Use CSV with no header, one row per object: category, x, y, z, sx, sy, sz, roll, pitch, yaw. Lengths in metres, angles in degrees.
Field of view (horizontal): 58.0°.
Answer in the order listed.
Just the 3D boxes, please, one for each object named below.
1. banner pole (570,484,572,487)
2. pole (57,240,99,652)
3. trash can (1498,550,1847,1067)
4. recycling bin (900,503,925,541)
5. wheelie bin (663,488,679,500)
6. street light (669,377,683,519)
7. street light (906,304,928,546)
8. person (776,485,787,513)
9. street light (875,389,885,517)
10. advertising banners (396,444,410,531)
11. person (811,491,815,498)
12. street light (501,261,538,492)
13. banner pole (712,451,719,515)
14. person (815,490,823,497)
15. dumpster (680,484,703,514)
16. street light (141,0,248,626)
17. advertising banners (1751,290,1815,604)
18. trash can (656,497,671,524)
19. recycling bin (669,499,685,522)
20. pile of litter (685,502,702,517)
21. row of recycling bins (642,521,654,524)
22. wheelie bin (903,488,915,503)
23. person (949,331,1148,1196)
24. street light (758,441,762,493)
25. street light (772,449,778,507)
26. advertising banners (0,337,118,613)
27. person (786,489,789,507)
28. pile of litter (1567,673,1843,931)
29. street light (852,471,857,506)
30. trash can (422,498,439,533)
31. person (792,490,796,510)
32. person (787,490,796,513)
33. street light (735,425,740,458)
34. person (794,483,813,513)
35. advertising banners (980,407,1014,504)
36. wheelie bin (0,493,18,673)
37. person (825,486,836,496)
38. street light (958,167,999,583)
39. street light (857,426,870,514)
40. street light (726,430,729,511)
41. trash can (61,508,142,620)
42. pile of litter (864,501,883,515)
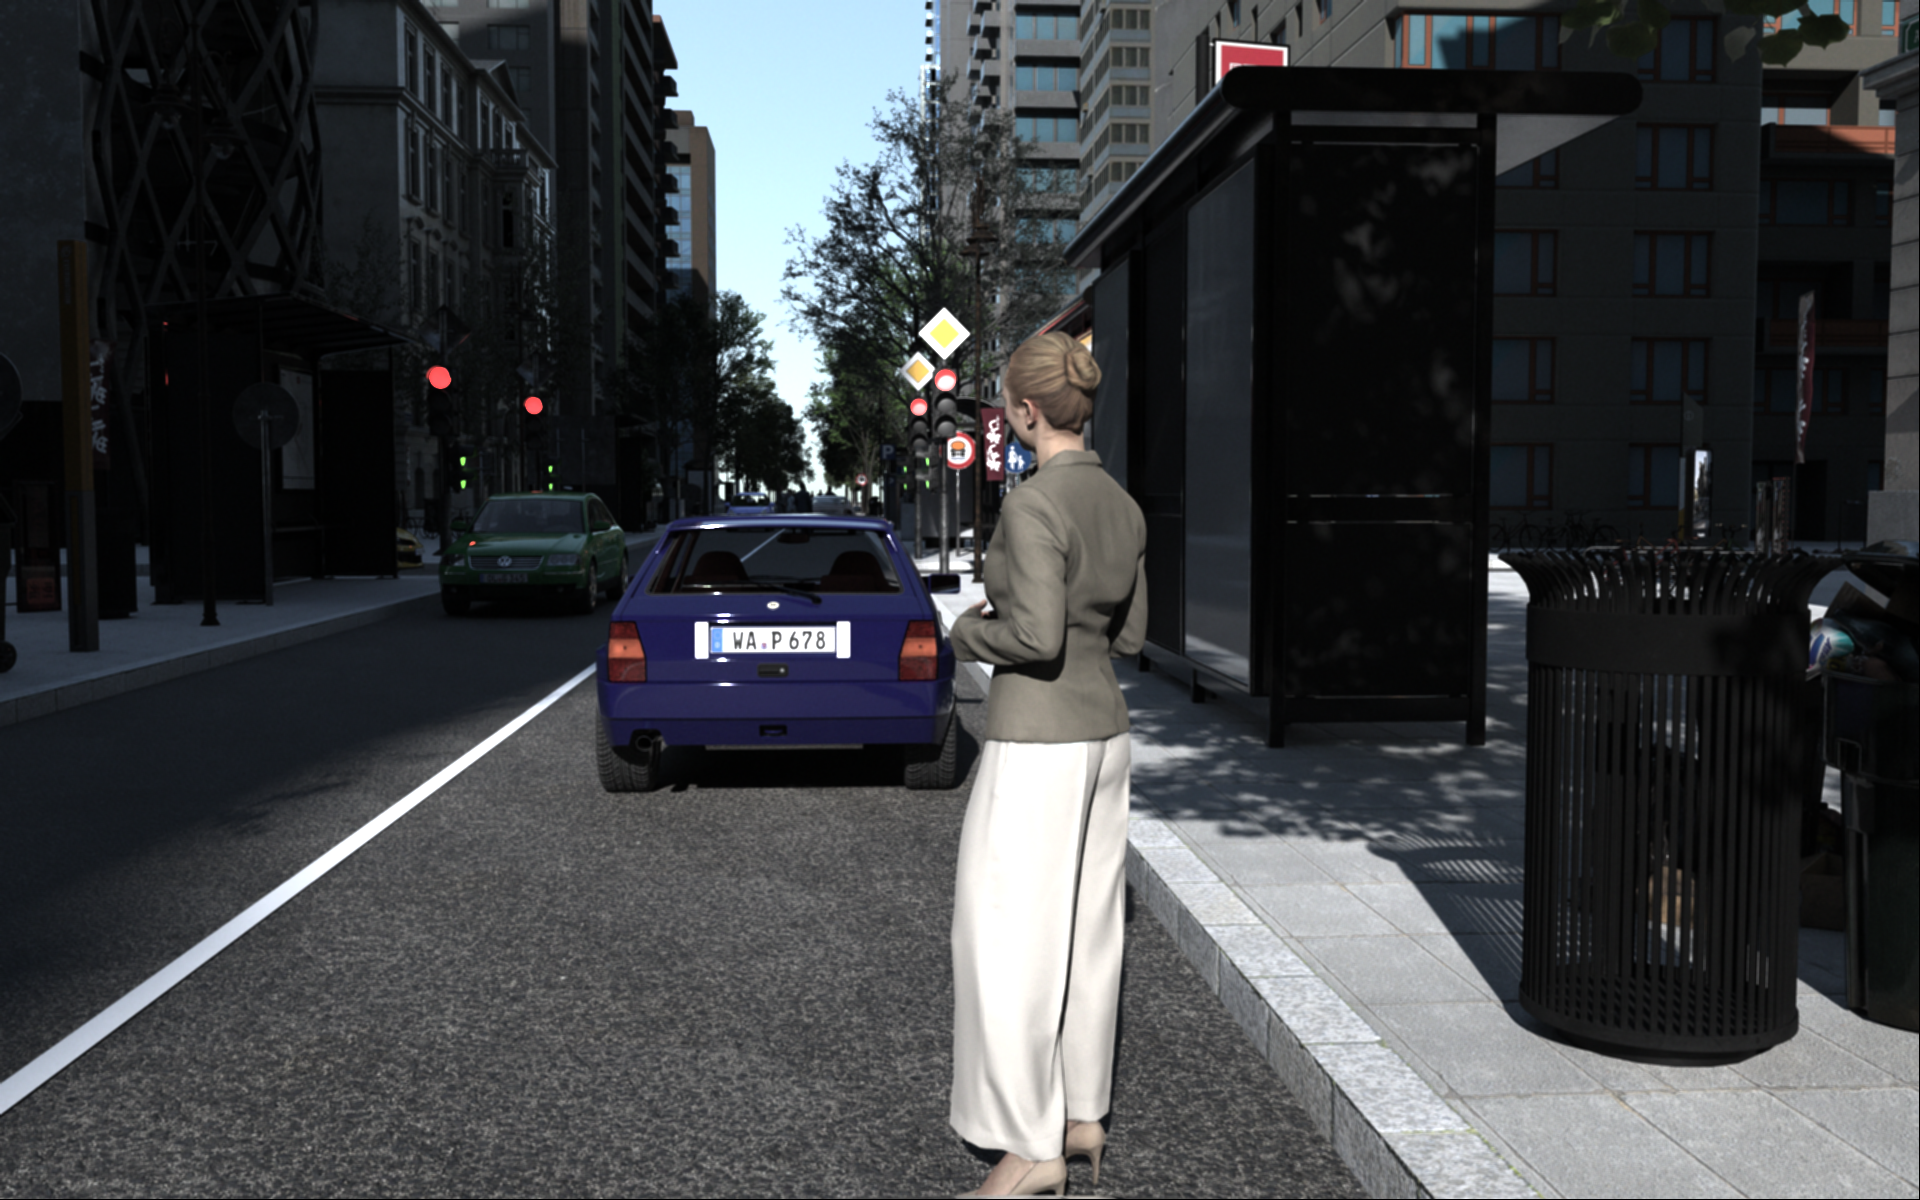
banner pole,-18.086,-5.601,81.590,0.863,3.779,0.401,3,4,36
pole,-7.151,-1.236,14.045,0.158,3.312,0.155,0,3,0
trash can,1.642,0.464,4.063,0.748,1.137,0.748,0,3,0
recycling bin,-1.204,-2.148,47.674,0.722,1.027,0.722,1,4,14
wheelie bin,-14.530,-4.818,86.678,0.980,1.594,0.693,0,4,1
street light,-11.177,-5.840,68.266,0.468,5.910,1.993,0,4,-4
street light,-1.058,-4.257,42.389,0.468,5.910,1.993,0,4,-4
person,-7.007,-3.683,68.996,0.573,1.790,0.520,2,4,28
street light,-3.481,-6.301,75.808,0.468,5.910,1.993,0,4,-4
advertising banners,-19.170,-3.883,59.677,0.090,3.025,2.074,0,4,-4
person,-18.145,-12.527,213.255,0.705,1.831,1.348,-2,4,-28
street light,-8.754,-3.779,34.577,0.468,5.910,1.993,0,4,-4
banner pole,-13.719,-6.551,97.131,0.401,3.779,0.863,-3,4,-38
person,-12.084,-8.648,149.914,1.348,1.822,0.705,-1,4,-17
dumpster,-15.044,-5.583,97.032,1.264,1.857,1.865,0,4,-4
street light,-7.330,-2.689,16.753,0.468,5.910,1.993,0,4,-4
advertising banners,7.566,-1.209,15.961,0.090,3.025,2.074,1,4,14
trash can,-12.640,-3.785,73.546,0.748,1.137,0.748,0,3,0
recycling bin,-14.534,-4.675,88.995,0.722,1.027,0.722,-1,4,-9
pile of litter,-14.371,-4.928,94.534,1.719,0.858,1.176,1,4,15
row of recycling bins,-13.935,-4.211,75.960,1.069,1.692,3.534,0,4,-3
wheelie bin,-1.718,-3.514,65.356,0.980,1.594,0.693,-2,4,-33
person,0.161,0.334,3.582,0.362,1.759,0.519,2,4,33
street light,-16.639,-10.449,143.621,0.468,5.910,1.993,0,4,-4
street light,-19.201,-12.518,177.458,0.468,5.910,1.993,0,4,-4
advertising banners,-10.050,-1.381,18.763,0.090,3.025,2.074,2,4,31
person,-14.479,-8.472,146.892,0.599,1.838,0.709,-2,4,-24
pile of litter,2.757,0.517,5.517,1.719,0.858,1.176,0,4,2
street light,-8.955,-10.875,150.588,0.468,5.910,1.993,0,4,-4
trash can,-17.547,-2.820,57.754,0.748,1.137,0.748,0,3,0
person,-15.363,-9.294,160.460,1.348,1.823,0.705,-3,5,-40
person,-6.409,-3.384,65.637,0.330,1.601,0.589,-2,4,-27
street light,-14.225,-8.402,110.161,0.468,5.910,1.993,0,4,-4
person,-5.232,-3.034,58.286,0.721,1.800,0.419,0,4,6
advertising banners,1.376,-2.350,34.615,2.074,3.025,0.090,1,4,22
wheelie bin,-7.194,-0.270,12.321,0.980,1.594,0.693,2,4,25
person,-6.745,-4.939,89.244,0.794,1.824,0.713,1,4,13
street light,0.259,-3.188,24.915,0.468,5.910,1.993,0,4,-4
street light,-6.552,-8.860,117.655,0.468,5.910,1.993,0,4,-4
street light,-13.612,-7.858,101.265,0.468,5.910,1.993,0,4,-4
trash can,-8.842,-0.381,17.881,0.748,1.137,0.748,0,3,0
pile of litter,-5.067,-5.596,105.464,1.719,0.858,1.176,-1,4,-17
